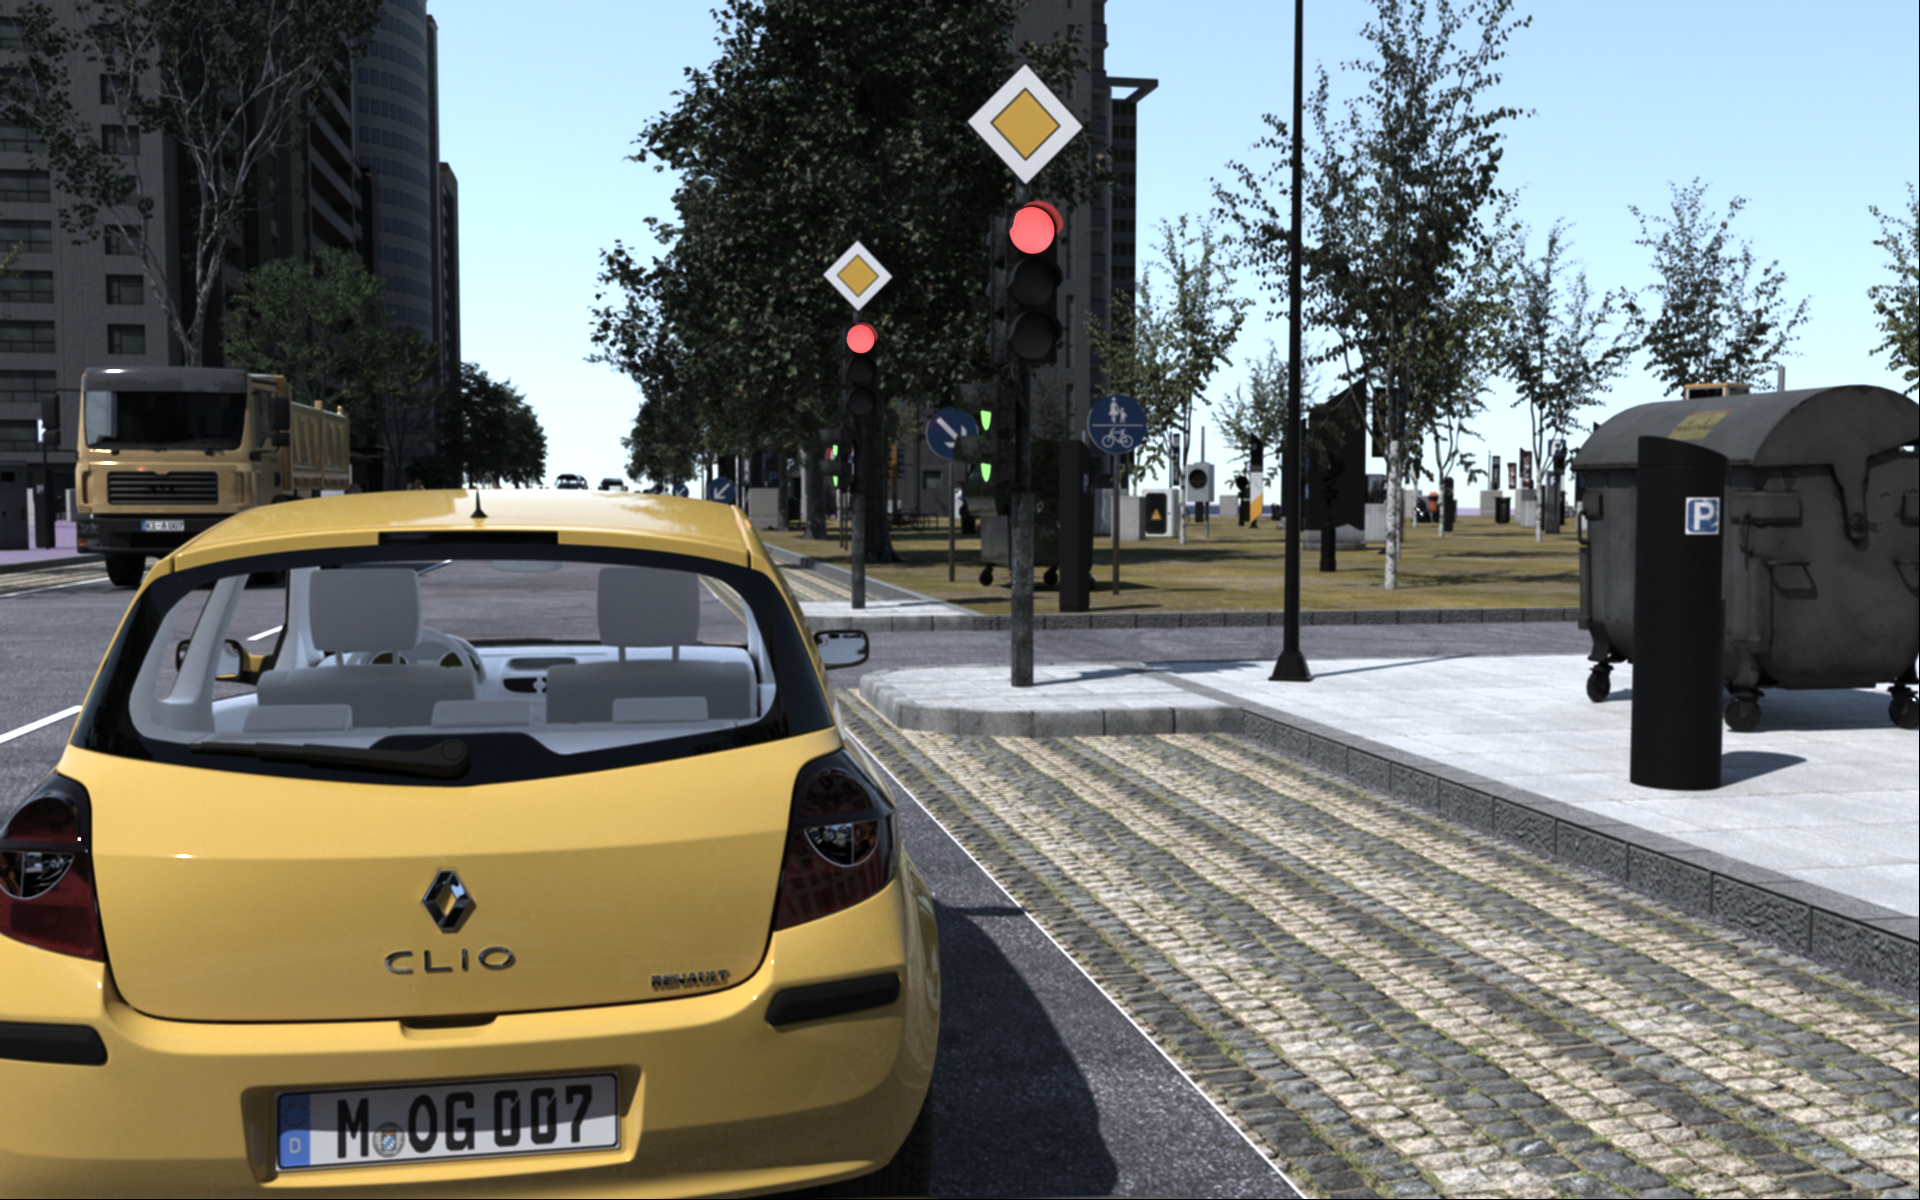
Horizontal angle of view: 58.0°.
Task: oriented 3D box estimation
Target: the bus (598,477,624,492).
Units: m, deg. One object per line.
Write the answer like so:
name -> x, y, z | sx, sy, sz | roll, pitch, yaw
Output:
bus -> -41.779, -13.008, 207.540 | 2.948, 3.499, 13.247 | -1, 4, -13

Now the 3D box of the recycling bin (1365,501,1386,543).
recycling bin -> 10.918, -2.032, 45.784 | 0.722, 1.027, 0.722 | 0, 4, 5

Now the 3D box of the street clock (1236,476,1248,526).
street clock -> 11.299, -3.968, 69.449 | 0.471, 2.002, 0.358 | 0, 4, -4

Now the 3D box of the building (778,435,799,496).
building -> -17.008, -36.364, 214.158 | 23.786, 49.044, 30.456 | -1, 4, -11

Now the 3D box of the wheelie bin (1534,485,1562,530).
wheelie bin -> 20.785, -3.269, 61.362 | 0.980, 1.594, 0.693 | 0, 4, -5

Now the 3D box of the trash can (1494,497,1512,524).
trash can -> 23.666, -3.906, 75.524 | 0.748, 1.137, 0.748 | 0, 3, 0

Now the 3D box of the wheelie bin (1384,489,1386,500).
wheelie bin -> 23.331, -5.250, 93.746 | 0.980, 1.594, 0.693 | -1, 4, -14

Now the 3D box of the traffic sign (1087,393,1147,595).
traffic sign -> 1.989, -1.340, 22.009 | 0.768, 2.556, 0.104 | 0, 4, -4

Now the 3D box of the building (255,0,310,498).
building -> -49.656, -25.995, 108.605 | 14.154, 41.232, 14.086 | -1, 4, -11

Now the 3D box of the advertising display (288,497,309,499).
advertising display -> -32.594, -4.903, 85.374 | 0.974, 1.923, 0.123 | -1, 4, -11

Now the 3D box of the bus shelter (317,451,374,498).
bus shelter -> -28.464, -5.264, 79.998 | 2.014, 3.302, 5.546 | -1, 4, -11

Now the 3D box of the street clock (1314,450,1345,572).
street clock -> 6.085, -1.469, 28.586 | 0.358, 2.002, 0.471 | -3, 5, -40

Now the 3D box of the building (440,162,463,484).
building -> -73.110, -35.256, 226.551 | 14.600, 45.320, 14.200 | -1, 4, -11

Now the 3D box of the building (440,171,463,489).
building -> -69.209, -32.337, 212.302 | 14.154, 41.232, 14.086 | -1, 4, -11

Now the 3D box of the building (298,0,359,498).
building -> -56.497, -30.672, 125.185 | 21.300, 48.544, 21.600 | -1, 4, -11

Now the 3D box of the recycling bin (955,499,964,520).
recycling bin -> 0.158, -4.507, 86.246 | 0.722, 1.027, 0.722 | -3, 5, -39

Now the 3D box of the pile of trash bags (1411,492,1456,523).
pile of trash bags -> 21.146, -4.134, 77.351 | 1.912, 1.369, 3.447 | 1, 4, 14

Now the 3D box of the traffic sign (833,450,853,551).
traffic sign -> -2.582, -2.271, 39.258 | 0.606, 2.300, 0.079 | 0, 4, -7

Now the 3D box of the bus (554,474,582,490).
bus -> -47.854, -13.489, 212.097 | 2.896, 3.916, 12.252 | -1, 4, -10

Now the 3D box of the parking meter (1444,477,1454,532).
parking meter -> 16.683, -3.269, 59.153 | 0.255, 1.863, 0.399 | 0, 4, 3

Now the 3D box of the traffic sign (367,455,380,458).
traffic sign -> -31.278, -5.875, 89.936 | 2.265, 3.308, 0.079 | 0, 4, -8

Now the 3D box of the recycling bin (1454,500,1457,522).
recycling bin -> 22.710, -4.164, 80.636 | 0.722, 1.027, 0.722 | 2, 4, 26

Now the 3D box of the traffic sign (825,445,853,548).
traffic sign -> -2.835, -2.531, 41.485 | 0.768, 2.556, 0.104 | 0, 4, -5

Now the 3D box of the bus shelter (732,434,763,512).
bus shelter -> -8.758, -5.956, 75.009 | 2.179, 5.291, 8.768 | -1, 4, -11

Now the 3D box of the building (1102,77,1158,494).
building -> -1.402, -28.187, 152.746 | 32.217, 40.220, 23.993 | -1, 4, -11

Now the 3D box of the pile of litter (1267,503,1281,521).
pile of litter -> 15.587, -4.308, 84.397 | 1.176, 0.858, 1.719 | 0, 4, -4

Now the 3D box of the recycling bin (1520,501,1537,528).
recycling bin -> 21.478, -3.204, 64.943 | 0.722, 1.027, 0.722 | 0, 4, 0

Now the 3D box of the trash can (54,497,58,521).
trash can -> -40.698, -4.017, 77.339 | 0.748, 1.137, 0.748 | 0, 3, 0

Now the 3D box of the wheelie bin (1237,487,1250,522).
wheelie bin -> 13.460, -4.474, 81.055 | 0.980, 1.594, 0.693 | 1, 4, 11

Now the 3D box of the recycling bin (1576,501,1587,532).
recycling bin -> 21.660, -2.867, 59.431 | 0.722, 1.027, 0.722 | -3, 4, -38

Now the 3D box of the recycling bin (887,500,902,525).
recycling bin -> -2.825, -3.680, 72.719 | 0.722, 1.027, 0.722 | 0, 4, -5

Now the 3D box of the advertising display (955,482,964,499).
advertising display -> -0.123, -5.142, 89.278 | 0.123, 1.923, 0.974 | -3, 4, -36

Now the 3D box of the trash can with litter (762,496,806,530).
trash can with litter -> -6.358, -3.146, 62.489 | 2.233, 1.210, 1.678 | -3, 5, -41

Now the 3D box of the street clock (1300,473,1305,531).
street clock -> 11.712, -3.362, 59.536 | 0.358, 2.002, 0.471 | -1, 4, -12

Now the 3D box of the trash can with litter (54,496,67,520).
trash can with litter -> -44.250, -4.560, 85.617 | 1.678, 1.210, 2.233 | 1, 4, 16

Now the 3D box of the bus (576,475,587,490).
bus -> -50.754, -14.534, 229.169 | 2.896, 3.916, 12.252 | -1, 4, -11

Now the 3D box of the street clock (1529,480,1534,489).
street clock -> 29.093, -5.121, 88.291 | 0.358, 2.002, 0.471 | 1, 4, 14

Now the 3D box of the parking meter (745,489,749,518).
parking meter -> -8.529, -3.774, 70.116 | 0.372, 1.533, 0.369 | 0, 3, 0

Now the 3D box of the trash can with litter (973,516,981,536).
trash can with litter -> 1.631, -2.586, 53.332 | 2.233, 1.210, 1.678 | 3, 4, 37

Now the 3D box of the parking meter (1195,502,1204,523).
parking meter -> 10.786, -4.412, 77.851 | 0.399, 1.863, 0.255 | 1, 4, 15

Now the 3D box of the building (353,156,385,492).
building -> -56.468, -22.800, 144.483 | 14.160, 30.474, 14.107 | -1, 4, -11

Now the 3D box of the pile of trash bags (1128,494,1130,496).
pile of trash bags -> 8.517, -4.539, 83.959 | 3.447, 1.369, 1.912 | 0, 4, 4

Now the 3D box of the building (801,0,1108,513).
building -> -1.088, -35.678, 125.328 | 21.231, 58.520, 28.212 | -1, 4, -11

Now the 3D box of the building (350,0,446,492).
building -> -69.253, -39.648, 190.247 | 21.231, 58.520, 28.212 | -1, 4, -11

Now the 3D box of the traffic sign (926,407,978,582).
traffic sign -> -0.116, -1.544, 25.355 | 0.768, 2.556, 0.104 | 0, 4, -2

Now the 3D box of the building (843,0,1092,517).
building -> -0.574, -25.701, 103.799 | 14.154, 41.232, 14.086 | -1, 4, -11

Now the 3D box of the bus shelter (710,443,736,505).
bus shelter -> -10.913, -5.601, 82.864 | 1.731, 3.624, 6.357 | -1, 4, -11

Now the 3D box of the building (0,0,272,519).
building -> -46.275, -19.767, 94.892 | 14.160, 30.474, 14.107 | -1, 4, -11

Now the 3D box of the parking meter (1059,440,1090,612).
parking meter -> 1.254, -0.807, 18.912 | 0.255, 1.863, 0.399 | 1, 4, 20

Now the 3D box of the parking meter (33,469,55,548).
parking meter -> -21.817, -2.174, 41.250 | 0.399, 1.863, 0.255 | 1, 4, 11

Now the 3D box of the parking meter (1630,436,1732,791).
parking meter -> 3.166, 0.048, 7.622 | 0.372, 1.533, 0.369 | 0, 3, 0

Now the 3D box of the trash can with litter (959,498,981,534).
trash can with litter -> 0.500, -2.693, 55.422 | 1.055, 1.170, 0.624 | 2, 4, 30

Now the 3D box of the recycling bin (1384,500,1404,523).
recycling bin -> 19.097, -3.903, 76.374 | 0.722, 1.027, 0.722 | -1, 4, -21

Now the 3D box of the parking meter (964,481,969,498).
parking meter -> 0.352, -4.349, 76.823 | 0.255, 1.863, 0.399 | 2, 4, 32

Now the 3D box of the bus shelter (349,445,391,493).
bus shelter -> -29.598, -5.805, 86.196 | 1.731, 3.624, 6.357 | -1, 4, -11
